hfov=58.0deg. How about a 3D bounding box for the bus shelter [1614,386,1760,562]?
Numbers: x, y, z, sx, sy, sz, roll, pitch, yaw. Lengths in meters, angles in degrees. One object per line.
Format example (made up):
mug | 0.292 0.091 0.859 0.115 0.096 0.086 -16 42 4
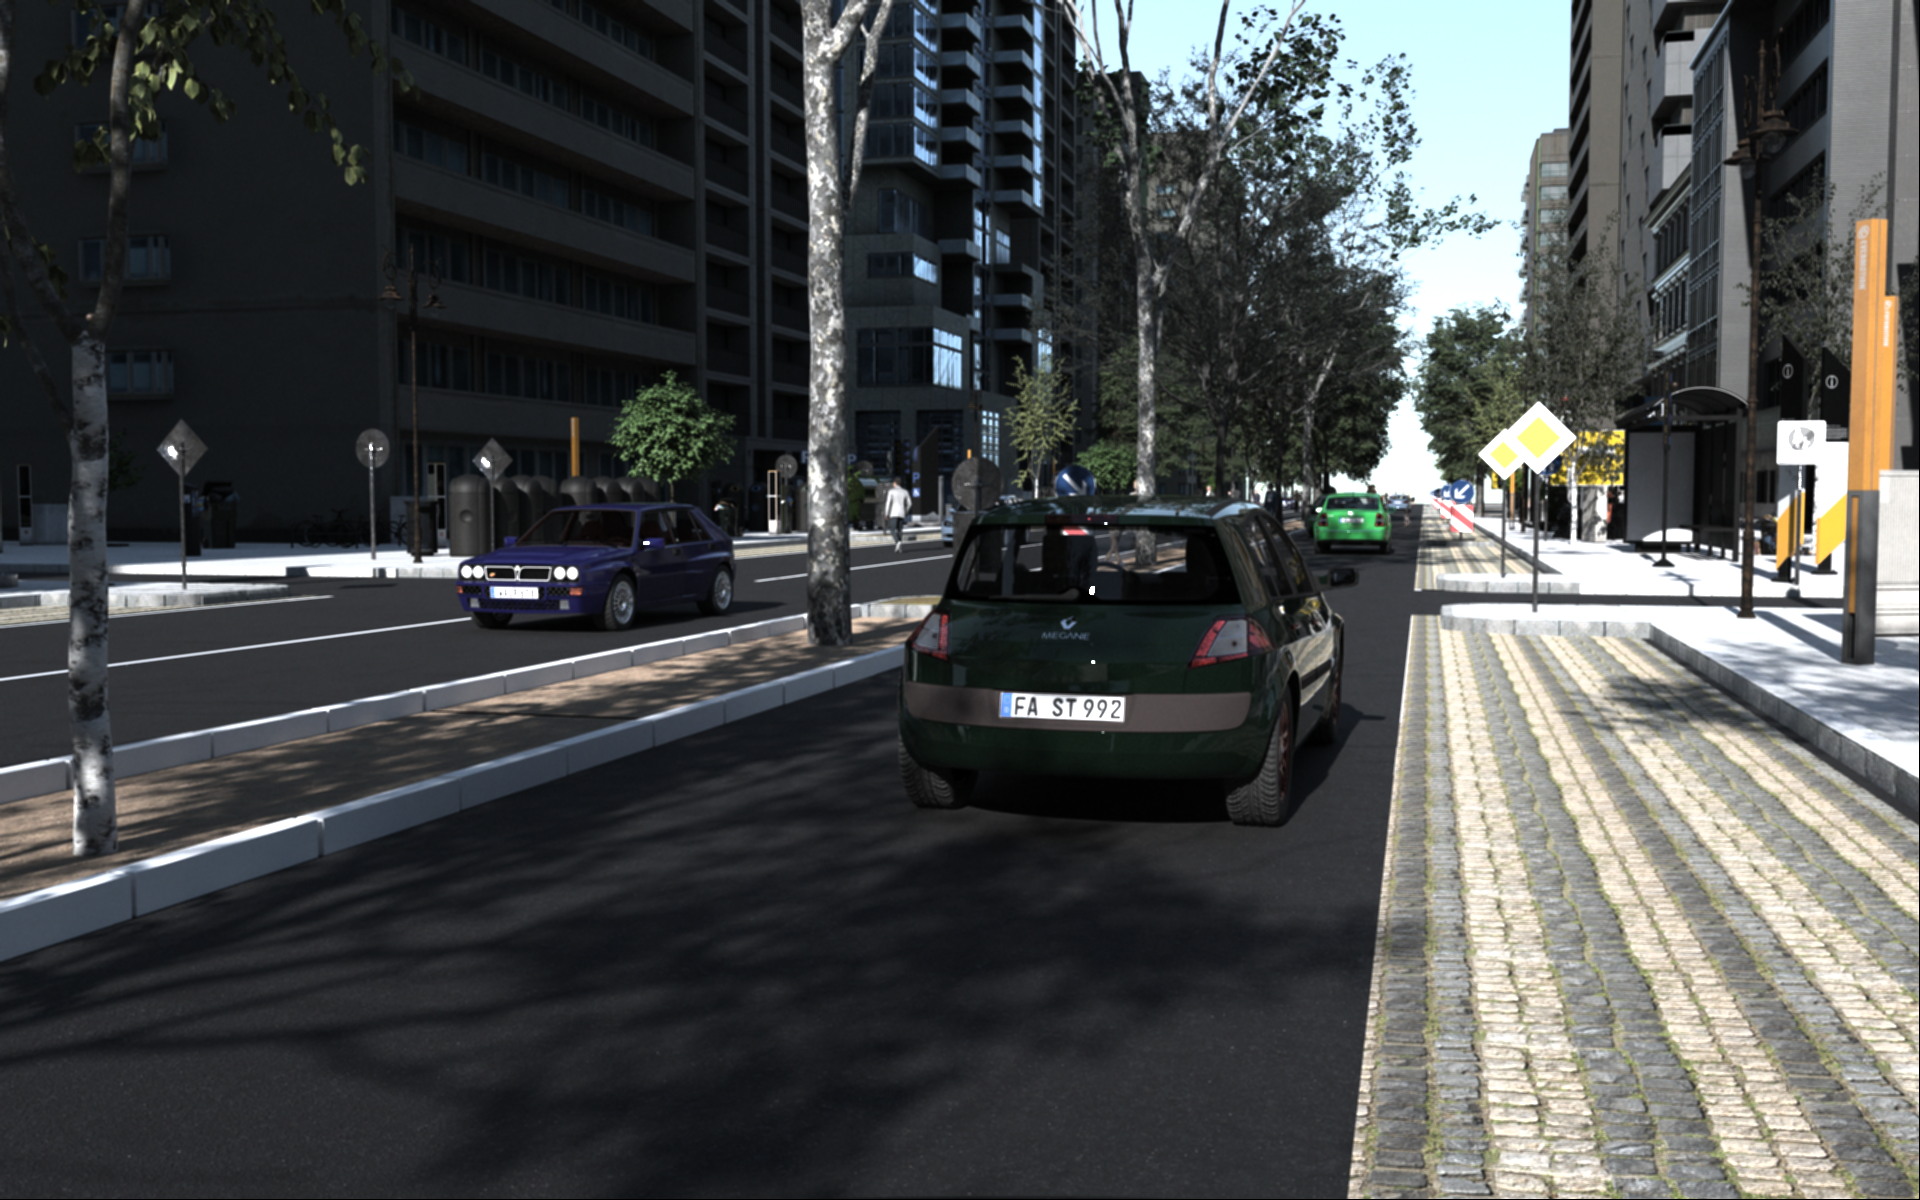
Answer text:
bus shelter | 14.591 -2.521 35.139 2.014 3.302 5.546 1 4 15

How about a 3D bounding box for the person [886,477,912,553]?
person | -1.497 -2.097 42.627 0.661 1.843 0.795 -1 4 -23

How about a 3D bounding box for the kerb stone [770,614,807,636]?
kerb stone | -1.828 0.271 17.765 0.120 0.150 1.000 1 4 15

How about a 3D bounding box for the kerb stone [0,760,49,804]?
kerb stone | -4.487 0.877 7.862 0.120 0.150 1.000 1 4 15

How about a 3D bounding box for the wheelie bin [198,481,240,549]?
wheelie bin | -17.467 -2.018 40.904 0.693 1.594 0.980 3 5 41

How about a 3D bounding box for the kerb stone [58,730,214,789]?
kerb stone | -4.217 0.816 8.848 0.120 0.150 1.000 1 4 15

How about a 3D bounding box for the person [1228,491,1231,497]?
person | 23.046 -8.512 148.476 0.445 1.727 0.742 0 4 -4

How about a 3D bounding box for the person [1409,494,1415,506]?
person | 53.271 -11.784 204.355 0.799 1.438 0.628 1 4 15

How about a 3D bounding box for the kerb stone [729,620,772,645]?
kerb stone | -2.088 0.334 16.777 0.120 0.150 1.000 1 4 15

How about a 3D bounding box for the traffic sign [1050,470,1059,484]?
traffic sign | 5.298 -5.771 94.352 0.884 2.594 0.081 1 4 18

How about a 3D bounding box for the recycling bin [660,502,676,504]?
recycling bin | -9.286 -2.519 53.742 0.722 1.027 0.722 1 4 18

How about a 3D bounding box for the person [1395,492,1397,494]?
person | 55.614 -12.977 221.386 1.217 1.736 0.721 -3 5 -40

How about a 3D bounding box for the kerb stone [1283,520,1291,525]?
kerb stone | 15.592 -3.698 82.661 0.120 0.150 1.000 1 4 15

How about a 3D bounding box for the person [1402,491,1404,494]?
person | 65.127 -15.033 254.305 1.348 1.823 0.705 -1 4 -16

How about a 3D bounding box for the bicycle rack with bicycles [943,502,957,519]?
bicycle rack with bicycles | -1.173 -4.198 82.016 2.852 0.926 2.925 2 4 23

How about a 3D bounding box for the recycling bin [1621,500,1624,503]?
recycling bin | 30.288 -4.011 78.141 0.722 1.027 0.722 0 4 1

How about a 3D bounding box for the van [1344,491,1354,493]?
van | 48.953 -12.896 217.867 2.013 2.044 4.112 1 4 13

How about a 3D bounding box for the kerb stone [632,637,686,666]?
kerb stone | -2.626 0.453 14.797 0.120 0.150 1.000 1 4 15

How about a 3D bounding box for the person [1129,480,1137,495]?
person | 4.460 -2.108 43.314 0.624 1.780 0.694 -3 4 -38

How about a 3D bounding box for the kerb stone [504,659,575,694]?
kerb stone | -3.159 0.574 12.815 0.120 0.150 1.000 1 4 15

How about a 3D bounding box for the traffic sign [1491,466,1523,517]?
traffic sign | 30.297 -6.182 94.942 2.265 3.308 0.079 1 4 18

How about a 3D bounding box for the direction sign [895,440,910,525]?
direction sign | -2.402 -4.908 72.242 0.876 3.537 0.379 3 5 42

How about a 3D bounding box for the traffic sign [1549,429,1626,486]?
traffic sign | 19.865 -3.732 54.897 2.265 3.308 0.079 1 4 22

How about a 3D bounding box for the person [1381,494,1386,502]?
person | 48.679 -11.486 199.554 1.065 1.426 0.557 1 4 15

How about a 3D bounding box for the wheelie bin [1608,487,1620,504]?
wheelie bin | 31.124 -4.586 82.884 0.693 1.594 0.980 -1 4 -17

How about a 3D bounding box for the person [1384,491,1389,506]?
person | 51.296 -12.211 208.674 0.721 1.766 1.217 -3 5 -40

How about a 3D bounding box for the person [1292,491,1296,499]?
person | 41.131 -12.482 212.577 1.348 1.824 0.705 3 4 37

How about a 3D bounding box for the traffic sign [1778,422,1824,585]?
traffic sign | 11.796 -1.359 24.345 0.606 2.300 0.079 1 4 20

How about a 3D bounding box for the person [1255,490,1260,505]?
person | 19.112 -6.253 111.648 0.530 1.710 0.541 -2 4 -30

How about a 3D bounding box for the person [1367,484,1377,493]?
person | 16.991 -3.859 71.565 0.573 1.828 0.580 -2 4 -32

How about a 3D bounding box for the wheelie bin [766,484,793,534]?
wheelie bin | -5.828 -2.956 56.242 0.980 1.594 0.693 1 4 17

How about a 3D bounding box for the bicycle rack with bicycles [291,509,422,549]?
bicycle rack with bicycles | -14.917 -1.746 41.928 2.925 0.926 2.852 1 4 16

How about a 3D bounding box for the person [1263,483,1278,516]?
person | 11.017 -3.224 61.239 0.654 1.822 0.581 -3 5 -41

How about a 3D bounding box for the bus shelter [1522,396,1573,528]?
bus shelter | 23.252 -5.557 68.482 2.179 5.291 8.768 1 4 15

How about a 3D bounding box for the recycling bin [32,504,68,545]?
recycling bin | -23.237 -1.928 44.079 0.722 1.027 0.722 1 4 19

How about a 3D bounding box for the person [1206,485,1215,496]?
person | 9.735 -3.609 67.906 0.834 1.777 0.661 -2 4 -31

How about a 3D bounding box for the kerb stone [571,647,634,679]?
kerb stone | -2.896 0.513 13.806 0.120 0.150 1.000 1 4 15

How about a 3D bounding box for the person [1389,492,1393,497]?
person | 46.939 -10.941 188.321 0.436 1.711 0.756 0 4 7

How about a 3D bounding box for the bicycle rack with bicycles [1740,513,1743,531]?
bicycle rack with bicycles | 26.114 -2.898 60.759 2.852 0.926 2.925 -1 4 -20

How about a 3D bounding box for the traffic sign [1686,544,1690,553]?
traffic sign | 15.970 -2.311 37.898 0.768 2.556 0.104 1 4 21

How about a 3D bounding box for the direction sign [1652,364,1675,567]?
direction sign | 12.440 -2.356 30.518 0.379 3.537 0.876 2 4 28

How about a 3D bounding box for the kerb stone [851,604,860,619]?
kerb stone | -1.300 0.156 19.749 0.120 0.150 1.000 1 4 15

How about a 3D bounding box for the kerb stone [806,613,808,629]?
kerb stone | -1.550 0.210 18.757 0.120 0.150 1.000 1 4 15

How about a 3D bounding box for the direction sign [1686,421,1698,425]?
direction sign | 22.140 -3.691 52.353 0.379 3.537 0.876 0 4 -3

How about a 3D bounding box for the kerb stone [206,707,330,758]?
kerb stone | -3.955 0.760 9.843 0.120 0.150 1.000 1 4 15

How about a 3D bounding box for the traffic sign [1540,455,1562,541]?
traffic sign | 16.010 -2.885 47.272 0.768 2.556 0.104 1 4 16

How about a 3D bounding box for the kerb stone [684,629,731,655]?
kerb stone | -2.361 0.395 15.788 0.120 0.150 1.000 1 4 15

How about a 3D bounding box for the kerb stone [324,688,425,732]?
kerb stone | -3.692 0.697 10.831 0.120 0.150 1.000 1 4 15

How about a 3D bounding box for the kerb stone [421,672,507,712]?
kerb stone | -3.421 0.634 11.827 0.120 0.150 1.000 1 4 15

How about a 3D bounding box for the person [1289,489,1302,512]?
person | 26.839 -7.922 138.168 1.348 1.807 0.705 -2 4 -34
